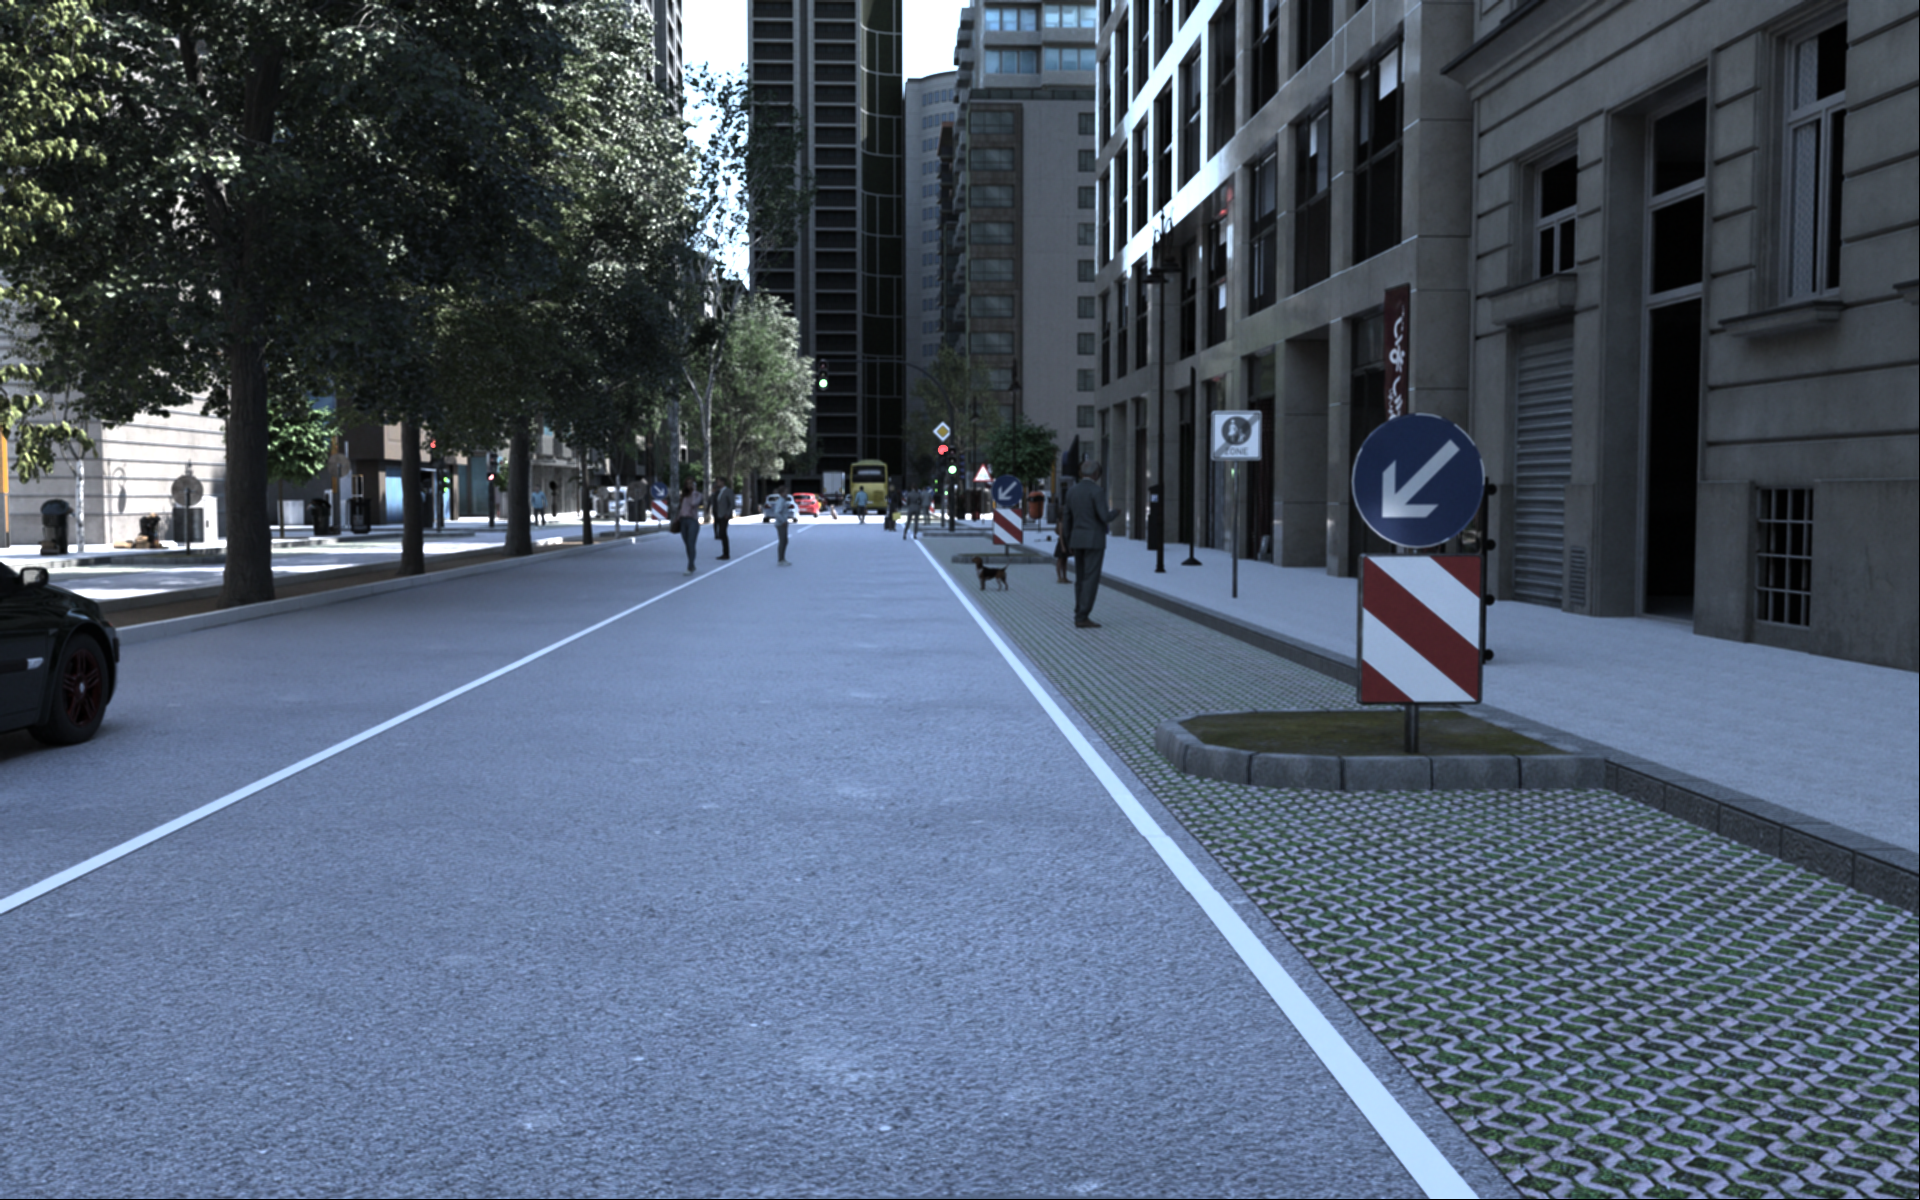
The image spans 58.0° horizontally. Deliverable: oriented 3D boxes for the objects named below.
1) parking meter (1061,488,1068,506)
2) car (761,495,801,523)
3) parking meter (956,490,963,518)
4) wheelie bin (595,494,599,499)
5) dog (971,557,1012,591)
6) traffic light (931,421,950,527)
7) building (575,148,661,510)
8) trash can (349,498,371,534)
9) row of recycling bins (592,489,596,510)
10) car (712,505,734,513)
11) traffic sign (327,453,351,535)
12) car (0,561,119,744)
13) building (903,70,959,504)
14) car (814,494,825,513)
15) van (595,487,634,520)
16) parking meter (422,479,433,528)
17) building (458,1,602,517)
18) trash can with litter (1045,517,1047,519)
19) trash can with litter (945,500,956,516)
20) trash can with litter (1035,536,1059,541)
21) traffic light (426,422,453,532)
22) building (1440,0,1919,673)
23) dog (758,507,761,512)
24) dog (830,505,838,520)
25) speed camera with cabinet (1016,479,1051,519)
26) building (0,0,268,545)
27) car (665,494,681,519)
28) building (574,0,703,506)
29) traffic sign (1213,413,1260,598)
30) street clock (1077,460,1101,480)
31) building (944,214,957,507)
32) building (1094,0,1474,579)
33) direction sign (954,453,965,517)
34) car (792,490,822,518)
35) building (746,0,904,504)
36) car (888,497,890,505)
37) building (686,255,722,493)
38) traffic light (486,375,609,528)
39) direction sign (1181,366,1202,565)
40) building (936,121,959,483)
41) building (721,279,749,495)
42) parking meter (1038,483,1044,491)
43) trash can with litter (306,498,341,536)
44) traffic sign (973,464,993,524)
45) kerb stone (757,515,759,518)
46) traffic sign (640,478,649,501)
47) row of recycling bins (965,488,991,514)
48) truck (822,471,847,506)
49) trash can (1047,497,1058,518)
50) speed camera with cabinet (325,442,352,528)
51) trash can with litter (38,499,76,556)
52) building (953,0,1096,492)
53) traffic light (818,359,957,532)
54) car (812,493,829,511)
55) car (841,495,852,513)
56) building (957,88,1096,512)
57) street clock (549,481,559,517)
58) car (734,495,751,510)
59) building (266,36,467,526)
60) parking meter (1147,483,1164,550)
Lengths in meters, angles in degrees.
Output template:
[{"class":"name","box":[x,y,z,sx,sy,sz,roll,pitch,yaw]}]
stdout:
[{"class":"parking meter","box":[4.372,-3.864,71.590,0.372,1.533,0.369,0,3,0]},{"class":"car","box":[-9.033,-4.610,87.368,2.014,1.417,4.499,0,4,-4]},{"class":"parking meter","box":[-0.030,-5.277,94.685,0.372,1.533,0.369,0,3,0]},{"class":"wheelie bin","box":[-21.590,-5.921,104.708,0.980,1.594,0.693,0,4,0]},{"class":"dog","box":[0.465,-0.387,25.621,0.540,0.507,0.406,-1,4,-13]},{"class":"traffic light","box":[-0.681,-4.769,66.899,0.839,4.253,0.868,0,4,-3]},{"class":"building","box":[-33.462,-22.988,147.550,14.160,30.474,14.107,0,4,-3]},{"class":"trash can","box":[-19.314,-2.700,55.806,0.748,1.137,0.748,0,3,0]},{"class":"row of recycling bins","box":[-26.574,-7.645,132.115,3.534,1.692,1.069,2,4,28]},{"class":"car","box":[-17.762,-7.116,128.353,2.014,1.417,4.499,0,4,-2]},{"class":"traffic sign","box":[-19.434,-3.307,54.183,0.768,2.556,0.104,0,4,4]},{"class":"car","box":[-5.867,0.066,8.709,2.009,1.686,4.222,0,4,-1]},{"class":"building","box":[6.494,-42.531,237.382,28.212,58.520,21.231,0,4,-3]},{"class":"car","box":[-11.560,-7.606,134.585,2.015,1.641,3.980,0,4,-1]},{"class":"van","box":[-19.236,-5.477,96.565,2.013,2.044,4.112,0,4,-2]},{"class":"parking meter","box":[-20.056,-3.640,65.227,0.255,1.863,0.399,1,4,12]},{"class":"building","box":[-35.472,-29.733,105.739,23.786,49.044,30.456,0,4,-3]},{"class":"trash can with litter","box":[4.653,-4.432,83.857,1.055,1.170,0.624,0,4,-5]},{"class":"trash can with litter","box":[-0.334,-5.446,100.426,1.055,1.170,0.624,0,4,3]},{"class":"trash can with litter","box":[3.034,-2.230,47.525,2.233,1.210,1.678,-1,4,-17]},{"class":"traffic light","box":[-17.494,-4.231,58.096,0.839,4.253,0.868,0,4,-3]},{"class":"building","box":[14.337,-10.661,7.587,16.112,22.955,30.059,0,4,-3]},{"class":"dog","box":[-14.758,-6.667,128.296,0.406,0.507,0.540,1,4,10]},{"class":"dog","box":[-6.817,-4.807,95.434,0.800,0.831,0.513,-1,4,-21]},{"class":"speed camera with cabinet","box":[3.973,-5.854,90.055,0.660,3.252,2.038,-3,4,-39]},{"class":"building","box":[-33.317,-12.625,48.212,24.055,21.916,13.314,0,4,-3]},{"class":"car","box":[-15.688,-5.311,96.625,2.009,1.686,4.222,0,4,-5]},{"class":"building","box":[-38.003,-45.681,185.144,20.563,71.187,20.611,0,4,-3]},{"class":"traffic sign","box":[3.402,-1.177,21.379,0.606,2.300,0.079,0,4,6]},{"class":"street clock","box":[2.744,-1.973,36.821,0.471,2.002,0.358,2,4,33]},{"class":"building","box":[5.283,-25.013,180.656,14.160,30.474,14.107,0,4,-3]},{"class":"building","box":[14.785,-14.377,39.582,19.350,26.468,34.151,0,4,-3]},{"class":"direction sign","box":[-0.126,-6.346,95.760,0.876,3.537,0.379,2,4,26]},{"class":"car","box":[-9.417,-5.824,104.259,2.155,1.783,4.494,0,4,-3]},{"class":"building","box":[-17.962,-48.816,236.385,20.611,71.187,20.563,0,4,-3]},{"class":"car","box":[-7.947,-12.584,215.334,1.945,1.707,3.694,0,4,-3]},{"class":"building","box":[-36.743,-26.663,207.644,14.107,30.474,14.160,0,4,-3]},{"class":"traffic light","box":[-15.787,-5.599,66.206,4.771,5.953,1.251,0,4,-3]},{"class":"direction sign","box":[4.189,-2.399,31.219,0.379,3.537,0.876,1,4,11]},{"class":"building","box":[8.465,-33.469,201.841,22.147,44.769,28.867,0,4,-3]},{"class":"building","box":[-35.537,-28.208,232.899,14.107,30.474,14.160,0,4,-3]},{"class":"parking meter","box":[4.667,-5.783,100.256,0.255,1.863,0.399,-2,4,-30]},{"class":"trash can with litter","box":[-19.638,-2.575,53.486,0.624,1.170,1.055,1,4,11]},{"class":"traffic sign","box":[0.983,-4.497,73.527,0.884,2.594,0.081,0,3,0]},{"class":"kerb stone","box":[-12.028,-4.846,101.421,0.120,0.150,1.000,0,4,-3]},{"class":"traffic sign","box":[-22.333,-7.398,122.149,0.795,2.450,0.064,0,4,-1]},{"class":"row of recycling bins","box":[1.113,-6.442,112.438,1.069,1.692,3.534,-1,4,-16]},{"class":"truck","box":[-15.431,-13.718,213.202,2.839,4.237,11.283,0,4,-2]},{"class":"trash can","box":[4.477,-4.308,82.094,0.748,1.137,0.748,0,3,0]},{"class":"speed camera with cabinet","box":[-23.605,-4.365,65.707,0.660,3.252,2.038,-2,4,-32]},{"class":"trash can with litter","box":[-19.048,-1.536,36.500,0.624,1.170,1.055,-1,4,-18]},{"class":"building","box":[10.795,-32.934,158.084,23.786,49.044,30.456,0,4,-3]},{"class":"traffic light","box":[-2.388,-5.139,58.683,4.771,5.953,1.251,0,4,-3]},{"class":"car","box":[-12.337,-8.526,148.441,2.155,1.783,4.494,0,4,-1]},{"class":"car","box":[-8.042,-7.336,131.953,2.014,1.417,4.499,0,4,-4]},{"class":"building","box":[7.348,-21.750,127.314,14.160,30.474,14.107,0,4,-3]},{"class":"street clock","box":[-22.368,-5.559,95.464,0.471,2.002,0.358,2,4,28]},{"class":"car","box":[-19.348,-8.610,153.140,2.083,1.381,4.827,0,4,-2]},{"class":"building","box":[-30.561,-26.033,75.745,14.600,45.320,14.200,0,4,-3]},{"class":"parking meter","box":[4.483,-1.912,39.674,0.372,1.533,0.369,0,3,0]}]
